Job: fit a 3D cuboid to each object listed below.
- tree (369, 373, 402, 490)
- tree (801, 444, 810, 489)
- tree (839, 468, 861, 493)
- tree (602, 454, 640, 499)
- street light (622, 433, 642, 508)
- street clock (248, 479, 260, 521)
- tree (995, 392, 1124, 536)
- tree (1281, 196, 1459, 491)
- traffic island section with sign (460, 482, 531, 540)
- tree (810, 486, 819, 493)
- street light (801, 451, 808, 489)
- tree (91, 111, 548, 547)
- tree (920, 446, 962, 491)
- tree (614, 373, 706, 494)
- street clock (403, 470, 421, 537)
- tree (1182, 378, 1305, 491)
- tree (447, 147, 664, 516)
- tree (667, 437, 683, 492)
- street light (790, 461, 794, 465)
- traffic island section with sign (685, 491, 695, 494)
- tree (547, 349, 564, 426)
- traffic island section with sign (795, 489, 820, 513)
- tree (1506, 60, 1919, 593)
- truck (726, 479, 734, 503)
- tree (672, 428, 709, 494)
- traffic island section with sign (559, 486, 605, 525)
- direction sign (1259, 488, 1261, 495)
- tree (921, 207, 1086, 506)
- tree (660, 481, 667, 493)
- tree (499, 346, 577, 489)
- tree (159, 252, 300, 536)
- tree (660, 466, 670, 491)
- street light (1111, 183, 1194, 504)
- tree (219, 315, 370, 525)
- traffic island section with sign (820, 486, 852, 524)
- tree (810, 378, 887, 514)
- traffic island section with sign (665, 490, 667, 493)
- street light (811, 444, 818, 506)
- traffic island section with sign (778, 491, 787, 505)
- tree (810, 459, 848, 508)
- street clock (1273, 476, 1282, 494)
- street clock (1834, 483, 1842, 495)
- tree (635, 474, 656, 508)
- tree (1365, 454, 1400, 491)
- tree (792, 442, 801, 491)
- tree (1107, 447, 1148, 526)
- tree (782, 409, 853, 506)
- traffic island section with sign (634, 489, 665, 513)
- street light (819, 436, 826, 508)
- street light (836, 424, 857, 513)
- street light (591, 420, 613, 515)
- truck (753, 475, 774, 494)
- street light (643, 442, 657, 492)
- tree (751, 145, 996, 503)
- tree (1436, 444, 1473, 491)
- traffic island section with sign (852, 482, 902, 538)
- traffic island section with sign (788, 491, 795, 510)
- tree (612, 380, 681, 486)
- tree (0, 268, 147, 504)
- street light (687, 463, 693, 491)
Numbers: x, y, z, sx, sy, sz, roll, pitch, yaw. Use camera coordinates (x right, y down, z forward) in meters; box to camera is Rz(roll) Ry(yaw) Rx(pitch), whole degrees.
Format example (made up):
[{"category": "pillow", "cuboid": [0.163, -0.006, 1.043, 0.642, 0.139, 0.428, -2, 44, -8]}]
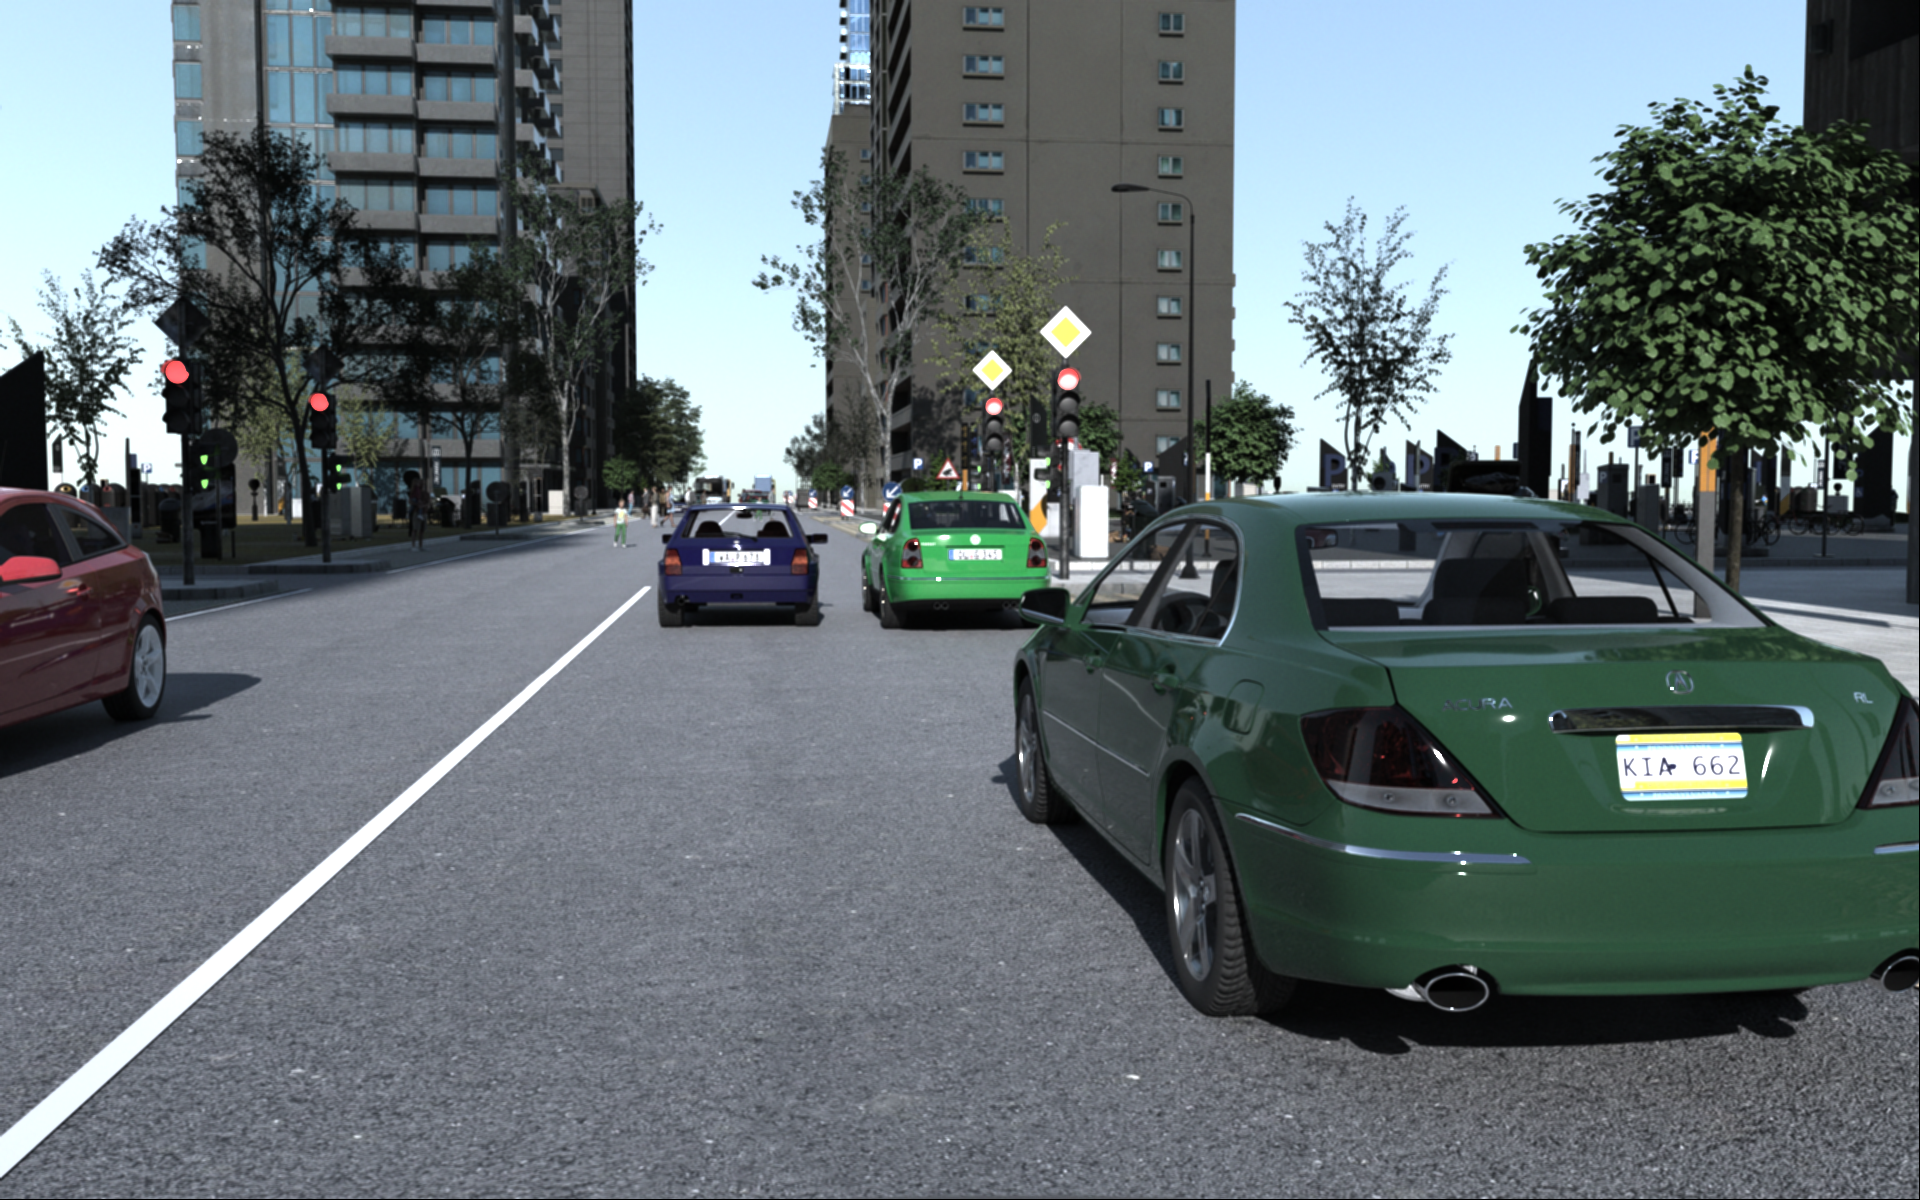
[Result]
[{"category": "tree", "cuboid": [-35.824, -9.367, 103.505, 4.737, 8.622, 4.395, 0, 3, 0]}, {"category": "tree", "cuboid": [-12.878, -13.407, 169.567, 4.360, 8.622, 3.978, 0, 3, 0]}, {"category": "tree", "cuboid": [-8.087, -8.151, 127.865, 1.663, 3.219, 1.824, 0, 3, 0]}, {"category": "tree", "cuboid": [-27.375, -9.533, 139.572, 4.285, 4.588, 4.351, 0, 3, 0]}, {"category": "street light", "cuboid": [-25.083, -9.719, 131.449, 1.470, 5.913, 1.316, 0, 4, -7]}, {"category": "street clock", "cuboid": [-33.797, -4.796, 82.981, 0.358, 2.002, 0.471, 2, 4, 33]}, {"category": "tree", "cuboid": [2.663, -4.523, 57.672, 4.285, 4.588, 4.351, 0, 3, 0]}, {"category": "tree", "cuboid": [10.230, -5.712, 43.750, 4.360, 8.622, 3.978, 0, 3, 0]}, {"category": "traffic island section with sign", "cuboid": [-14.514, -2.791, 54.268, 1.989, 1.847, 2.006, 0, 4, -7]}, {"category": "tree", "cuboid": [-18.556, -13.982, 223.205, 1.663, 3.219, 1.824, 0, 3, 0]}, {"category": "street light", "cuboid": [-15.869, -12.976, 184.698, 1.470, 5.913, 1.316, 0, 4, -7]}, {"category": "tree", "cuboid": [-16.153, -6.602, 42.350, 7.601, 10.594, 8.767, 3, 4, 39]}, {"category": "tree", "cuboid": [-0.871, -4.519, 68.482, 1.663, 3.219, 1.824, 0, 3, 0]}, {"category": "tree", "cuboid": [-31.892, -16.913, 183.176, 9.857, 13.997, 8.962, 0, 3, 0]}, {"category": "street clock", "cuboid": [-16.466, -2.905, 52.059, 0.471, 2.002, 0.358, 0, 4, -4]}, {"category": "tree", "cuboid": [8.021, -3.982, 48.818, 4.285, 4.588, 4.351, 0, 3, 0]}, {"category": "tree", "cuboid": [-23.683, -14.780, 97.537, 12.611, 20.169, 13.585, 0, 3, 0]}, {"category": "tree", "cuboid": [-34.839, -15.732, 207.576, 4.737, 8.622, 4.395, 0, 3, 0]}, {"category": "street light", "cuboid": [-22.855, -16.583, 243.670, 1.470, 5.913, 1.316, 0, 4, -7]}, {"category": "traffic island section with sign", "cuboid": [-33.348, -12.476, 212.602, 1.989, 1.847, 2.006, 0, 4, -7]}, {"category": "tree", "cuboid": [-17.931, -7.918, 63.867, 8.767, 10.594, 7.601, 3, 5, 40]}, {"category": "traffic island section with sign", "cuboid": [-11.378, -7.561, 132.253, 1.989, 1.847, 2.006, 0, 4, -7]}, {"category": "tree", "cuboid": [5.958, -1.801, 13.167, 4.285, 4.588, 4.351, 0, 3, 0]}, {"category": "truck", "cuboid": [-31.244, -14.064, 225.862, 3.469, 3.379, 9.791, 0, 4, -8]}, {"category": "tree", "cuboid": [-42.362, -20.767, 265.290, 9.928, 11.665, 9.643, 0, 3, 0]}, {"category": "traffic island section with sign", "cuboid": [-17.690, -4.429, 81.036, 1.989, 1.847, 2.006, 0, 4, -7]}, {"category": "direction sign", "cuboid": [9.855, -3.969, 56.886, 0.379, 3.537, 0.876, 1, 4, 20]}, {"category": "tree", "cuboid": [1.337, -5.731, 44.069, 4.737, 8.622, 4.395, 0, 3, 0]}, {"category": "tree", "cuboid": [-35.025, -12.744, 202.962, 1.663, 3.219, 1.824, 0, 3, 0]}, {"category": "tree", "cuboid": [-21.069, -8.319, 86.384, 4.360, 8.622, 3.978, 0, 3, 0]}, {"category": "tree", "cuboid": [-22.660, -6.304, 53.428, 4.360, 8.622, 3.978, 0, 3, 0]}, {"category": "tree", "cuboid": [-34.007, -15.050, 196.423, 4.360, 8.622, 3.978, 0, 3, 0]}, {"category": "street light", "cuboid": [2.952, -3.276, 26.105, 1.470, 5.913, 1.316, 0, 4, -7]}, {"category": "tree", "cuboid": [-27.521, -7.346, 70.476, 4.737, 8.622, 4.395, 0, 3, 0]}, {"category": "traffic island section with sign", "cuboid": [-5.577, -4.577, 83.468, 1.989, 1.847, 2.006, 0, 4, -7]}, {"category": "tree", "cuboid": [-6.289, -9.678, 108.604, 4.360, 8.622, 3.978, 0, 3, 0]}, {"category": "traffic island section with sign", "cuboid": [-26.930, -9.175, 158.644, 1.989, 1.847, 2.006, 0, 4, -7]}, {"category": "street light", "cuboid": [-13.168, -11.564, 161.608, 1.470, 5.913, 1.316, 0, 4, -7]}, {"category": "traffic island section with sign", "cuboid": [-24.437, -14.277, 242.056, 1.989, 1.847, 2.006, 0, 4, -7]}, {"category": "tree", "cuboid": [-13.907, -11.909, 178.424, 4.285, 4.588, 4.351, 0, 3, 0]}, {"category": "street clock", "cuboid": [12.973, -4.054, 70.852, 0.358, 2.002, 0.471, 1, 4, 19]}, {"category": "street clock", "cuboid": [58.211, -6.747, 114.887, 0.358, 2.002, 0.471, -1, 4, -21]}, {"category": "tree", "cuboid": [-29.562, -10.248, 162.157, 1.663, 3.219, 1.824, 0, 3, 0]}, {"category": "tree", "cuboid": [20.273, -5.410, 83.059, 1.663, 3.219, 1.824, 0, 3, 0]}, {"category": "tree", "cuboid": [-20.103, -17.077, 229.565, 4.360, 8.622, 3.978, 0, 3, 0]}, {"category": "tree", "cuboid": [6.661, -4.659, 70.770, 1.663, 3.219, 1.824, 0, 3, 0]}, {"category": "tree", "cuboid": [-15.627, -15.720, 191.432, 8.767, 10.594, 7.601, 0, 4, 3]}, {"category": "traffic island section with sign", "cuboid": [-23.738, -7.538, 131.878, 1.989, 1.847, 2.006, 0, 4, -7]}, {"category": "street light", "cuboid": [-10.321, -10.137, 138.288, 1.470, 5.913, 1.316, 0, 4, -7]}, {"category": "street light", "cuboid": [-7.531, -8.711, 114.972, 1.470, 5.913, 1.316, 0, 4, -7]}, {"category": "street light", "cuboid": [-22.348, -8.299, 108.229, 1.470, 5.913, 1.316, 0, 4, -7]}, {"category": "truck", "cuboid": [-26.807, -15.035, 235.578, 2.967, 4.110, 18.799, 0, 4, -6]}, {"category": "street light", "cuboid": [-27.962, -11.130, 154.518, 1.470, 5.913, 1.316, 0, 4, -7]}, {"category": "tree", "cuboid": [-4.769, -14.605, 94.684, 12.611, 20.169, 13.585, 0, 3, 0]}, {"category": "tree", "cuboid": [19.485, -4.481, 67.872, 1.663, 3.219, 1.824, 0, 3, 0]}, {"category": "traffic island section with sign", "cuboid": [-2.384, -2.940, 56.702, 1.989, 1.847, 2.006, 0, 4, -7]}, {"category": "traffic island section with sign", "cuboid": [-14.559, -9.198, 159.021, 1.989, 1.847, 2.006, 0, 4, -7]}, {"category": "tree", "cuboid": [-31.729, -15.523, 171.928, 7.486, 12.596, 7.792, 0, 3, 0]}, {"category": "tree", "cuboid": [-28.245, -6.436, 55.595, 4.737, 8.622, 4.395, 0, 3, 0]}, {"category": "street light", "cuboid": [-37.766, -16.186, 237.183, 1.470, 5.913, 1.316, 0, 4, -7]}]
